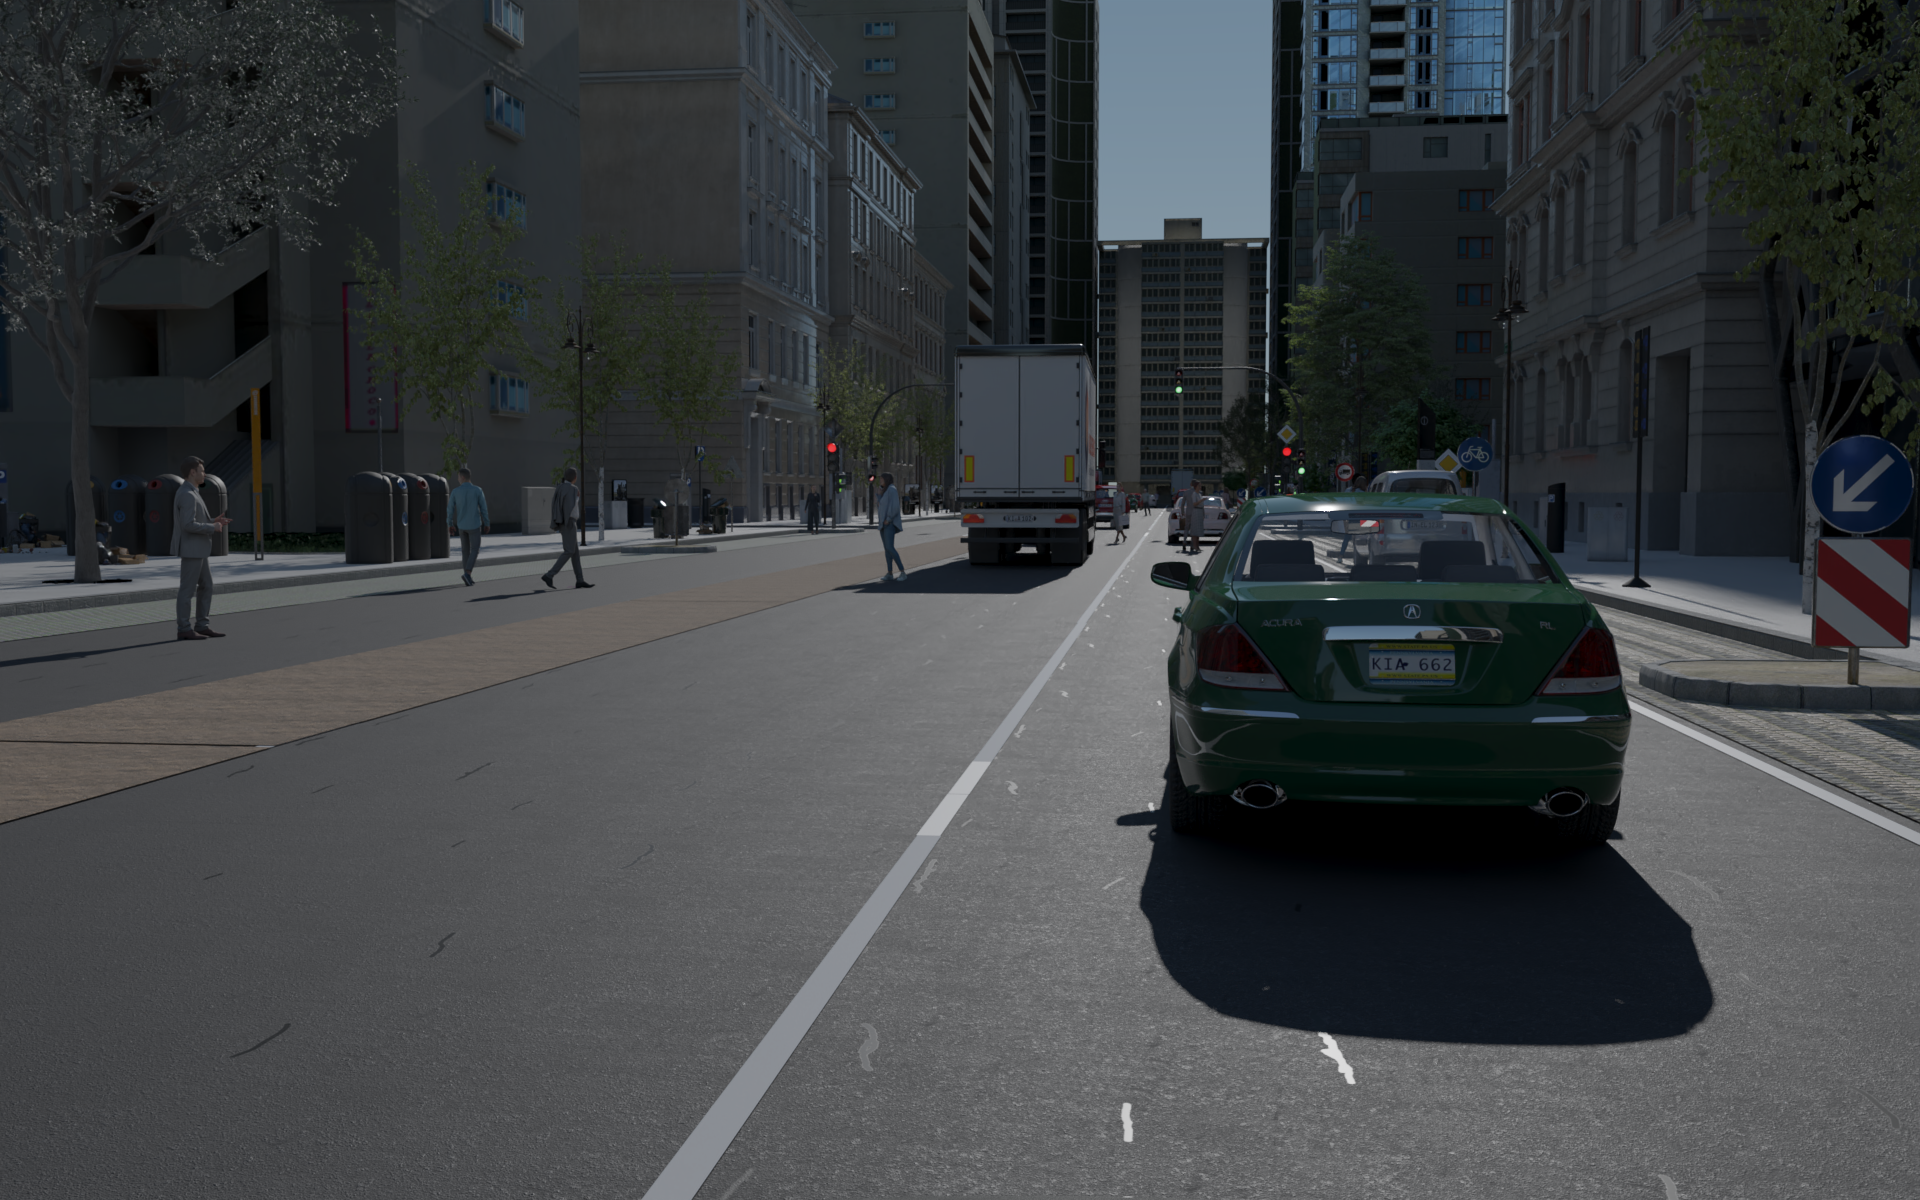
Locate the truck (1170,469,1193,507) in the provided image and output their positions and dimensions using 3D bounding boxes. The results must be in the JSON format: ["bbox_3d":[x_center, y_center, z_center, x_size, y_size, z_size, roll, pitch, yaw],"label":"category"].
[{"bbox_3d":[25.462,-12.827,198.641,2.839,4.237,11.283,0,4,7],"label":"truck"}]

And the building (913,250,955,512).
[{"bbox_3d":[-7.493,-18.047,131.220,11.583,22.565,21.152,0,4,7],"label":"building"}]

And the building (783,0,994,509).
[{"bbox_3d":[-8.636,-32.704,158.410,21.300,48.544,21.600,0,4,7],"label":"building"}]

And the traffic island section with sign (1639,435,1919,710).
[{"bbox_3d":[6.020,-0.229,12.376,1.989,1.847,2.006,0,4,7],"label":"traffic island section with sign"}]

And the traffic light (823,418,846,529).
[{"bbox_3d":[-4.647,-4.587,63.916,0.839,4.253,0.868,0,4,7],"label":"traffic light"}]

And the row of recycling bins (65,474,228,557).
[{"bbox_3d":[-16.936,-1.772,36.085,3.534,1.692,1.069,1,4,8],"label":"row of recycling bins"}]

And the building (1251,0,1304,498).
[{"bbox_3d":[45.119,-46.807,203.547,20.563,71.187,20.611,0,4,7],"label":"building"}]

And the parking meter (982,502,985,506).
[{"bbox_3d":[1.950,-7.982,136.211,0.399,1.863,0.255,-3,5,-41],"label":"parking meter"}]

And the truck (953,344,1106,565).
[{"bbox_3d":[1.693,-3.009,38.112,2.839,4.237,11.283,0,4,6],"label":"truck"}]

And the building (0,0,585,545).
[{"bbox_3d":[-25.518,-26.256,52.986,21.600,48.544,21.300,0,4,7],"label":"building"}]

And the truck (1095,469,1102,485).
[{"bbox_3d":[14.617,-12.611,195.100,2.839,4.237,11.283,0,4,6],"label":"truck"}]

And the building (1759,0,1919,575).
[{"bbox_3d":[21.243,-9.635,24.977,16.820,18.784,16.811,0,4,7],"label":"building"}]

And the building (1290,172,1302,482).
[{"bbox_3d":[36.997,-23.561,156.920,14.160,30.474,14.107,0,4,7],"label":"building"}]

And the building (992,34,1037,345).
[{"bbox_3d":[-5.777,-37.773,206.820,27.495,52.752,28.713,0,4,7],"label":"building"}]

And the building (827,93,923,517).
[{"bbox_3d":[-10.214,-19.006,108.018,12.463,27.353,25.104,0,4,7],"label":"building"}]

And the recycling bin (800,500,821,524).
[{"bbox_3d":[-6.503,-3.843,75.384,0.722,1.027,0.722,1,4,21],"label":"recycling bin"}]

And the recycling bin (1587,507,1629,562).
[{"bbox_3d":[12.415,-1.263,33.204,0.722,1.027,0.722,1,4,20],"label":"recycling bin"}]

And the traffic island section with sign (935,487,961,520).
[{"bbox_3d":[-0.281,-5.387,96.708,1.989,1.847,2.006,0,4,7],"label":"traffic island section with sign"}]

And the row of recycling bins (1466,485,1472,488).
[{"bbox_3d":[21.674,-4.212,75.977,3.534,1.692,1.069,-1,4,-20],"label":"row of recycling bins"}]

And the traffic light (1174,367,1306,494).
[{"bbox_3d":[10.050,-5.339,61.967,4.771,5.953,1.251,0,4,7],"label":"traffic light"}]

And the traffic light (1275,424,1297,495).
[{"bbox_3d":[13.124,-4.945,69.774,0.839,4.253,0.868,0,4,7],"label":"traffic light"}]

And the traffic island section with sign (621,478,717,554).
[{"bbox_3d":[-7.048,-2.066,42.410,1.989,1.847,2.006,0,4,7],"label":"traffic island section with sign"}]

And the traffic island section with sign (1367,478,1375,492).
[{"bbox_3d":[9.340,-1.865,39.127,1.989,1.847,2.006,0,4,7],"label":"traffic island section with sign"}]

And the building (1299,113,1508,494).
[{"bbox_3d":[34.573,-22.259,135.642,14.160,30.474,14.107,0,4,7],"label":"building"}]

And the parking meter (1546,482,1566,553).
[{"bbox_3d":[13.003,-1.797,37.788,0.372,1.533,0.369,0,3,0],"label":"parking meter"}]

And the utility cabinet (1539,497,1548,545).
[{"bbox_3d":[14.785,-1.975,43.455,0.306,1.237,1.020,0,4,6],"label":"utility cabinet"}]

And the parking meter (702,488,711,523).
[{"bbox_3d":[-11.008,-4.089,75.259,0.372,1.533,0.369,0,3,0],"label":"parking meter"}]

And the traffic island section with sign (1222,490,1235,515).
[{"bbox_3d":[19.535,-6.876,121.043,1.989,1.847,2.006,0,4,7],"label":"traffic island section with sign"}]

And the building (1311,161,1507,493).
[{"bbox_3d":[36.713,-15.959,105.975,27.650,21.520,28.899,0,4,7],"label":"building"}]

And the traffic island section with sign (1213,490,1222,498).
[{"bbox_3d":[29.146,-11.592,198.153,1.989,1.847,2.006,0,4,7],"label":"traffic island section with sign"}]

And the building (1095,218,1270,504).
[{"bbox_3d":[31.551,-33.934,246.704,23.993,40.220,32.217,0,4,7],"label":"building"}]

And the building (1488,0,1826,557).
[{"bbox_3d":[22.676,-15.759,45.057,14.401,28.519,23.554,0,4,7],"label":"building"}]

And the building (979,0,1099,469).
[{"bbox_3d":[8.605,-49.157,241.965,20.611,71.187,20.563,0,4,7],"label":"building"}]

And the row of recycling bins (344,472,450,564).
[{"bbox_3d":[-10.826,-1.602,33.298,1.069,1.692,3.534,0,4,6],"label":"row of recycling bins"}]

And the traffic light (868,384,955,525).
[{"bbox_3d":[-1.573,-5.930,71.617,4.771,5.953,1.251,0,4,7],"label":"traffic light"}]

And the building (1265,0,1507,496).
[{"bbox_3d":[58.105,-56.474,236.027,31.000,86.520,22.319,0,4,7],"label":"building"}]

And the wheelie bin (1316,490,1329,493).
[{"bbox_3d":[19.170,-5.135,91.861,0.980,1.594,0.693,0,4,-5],"label":"wheelie bin"}]

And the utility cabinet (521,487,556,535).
[{"bbox_3d":[-13.211,-2.795,54.371,0.318,1.500,1.173,2,4,34],"label":"utility cabinet"}]

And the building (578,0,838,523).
[{"bbox_3d":[-14.477,-18.337,85.708,13.634,28.700,20.117,0,4,7],"label":"building"}]

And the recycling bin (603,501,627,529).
[{"bbox_3d":[-12.648,-3.099,63.223,0.722,1.027,0.722,3,4,38],"label":"recycling bin"}]

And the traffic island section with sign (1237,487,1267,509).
[{"bbox_3d":[16.204,-5.240,94.294,1.989,1.847,2.006,0,4,7],"label":"traffic island section with sign"}]
